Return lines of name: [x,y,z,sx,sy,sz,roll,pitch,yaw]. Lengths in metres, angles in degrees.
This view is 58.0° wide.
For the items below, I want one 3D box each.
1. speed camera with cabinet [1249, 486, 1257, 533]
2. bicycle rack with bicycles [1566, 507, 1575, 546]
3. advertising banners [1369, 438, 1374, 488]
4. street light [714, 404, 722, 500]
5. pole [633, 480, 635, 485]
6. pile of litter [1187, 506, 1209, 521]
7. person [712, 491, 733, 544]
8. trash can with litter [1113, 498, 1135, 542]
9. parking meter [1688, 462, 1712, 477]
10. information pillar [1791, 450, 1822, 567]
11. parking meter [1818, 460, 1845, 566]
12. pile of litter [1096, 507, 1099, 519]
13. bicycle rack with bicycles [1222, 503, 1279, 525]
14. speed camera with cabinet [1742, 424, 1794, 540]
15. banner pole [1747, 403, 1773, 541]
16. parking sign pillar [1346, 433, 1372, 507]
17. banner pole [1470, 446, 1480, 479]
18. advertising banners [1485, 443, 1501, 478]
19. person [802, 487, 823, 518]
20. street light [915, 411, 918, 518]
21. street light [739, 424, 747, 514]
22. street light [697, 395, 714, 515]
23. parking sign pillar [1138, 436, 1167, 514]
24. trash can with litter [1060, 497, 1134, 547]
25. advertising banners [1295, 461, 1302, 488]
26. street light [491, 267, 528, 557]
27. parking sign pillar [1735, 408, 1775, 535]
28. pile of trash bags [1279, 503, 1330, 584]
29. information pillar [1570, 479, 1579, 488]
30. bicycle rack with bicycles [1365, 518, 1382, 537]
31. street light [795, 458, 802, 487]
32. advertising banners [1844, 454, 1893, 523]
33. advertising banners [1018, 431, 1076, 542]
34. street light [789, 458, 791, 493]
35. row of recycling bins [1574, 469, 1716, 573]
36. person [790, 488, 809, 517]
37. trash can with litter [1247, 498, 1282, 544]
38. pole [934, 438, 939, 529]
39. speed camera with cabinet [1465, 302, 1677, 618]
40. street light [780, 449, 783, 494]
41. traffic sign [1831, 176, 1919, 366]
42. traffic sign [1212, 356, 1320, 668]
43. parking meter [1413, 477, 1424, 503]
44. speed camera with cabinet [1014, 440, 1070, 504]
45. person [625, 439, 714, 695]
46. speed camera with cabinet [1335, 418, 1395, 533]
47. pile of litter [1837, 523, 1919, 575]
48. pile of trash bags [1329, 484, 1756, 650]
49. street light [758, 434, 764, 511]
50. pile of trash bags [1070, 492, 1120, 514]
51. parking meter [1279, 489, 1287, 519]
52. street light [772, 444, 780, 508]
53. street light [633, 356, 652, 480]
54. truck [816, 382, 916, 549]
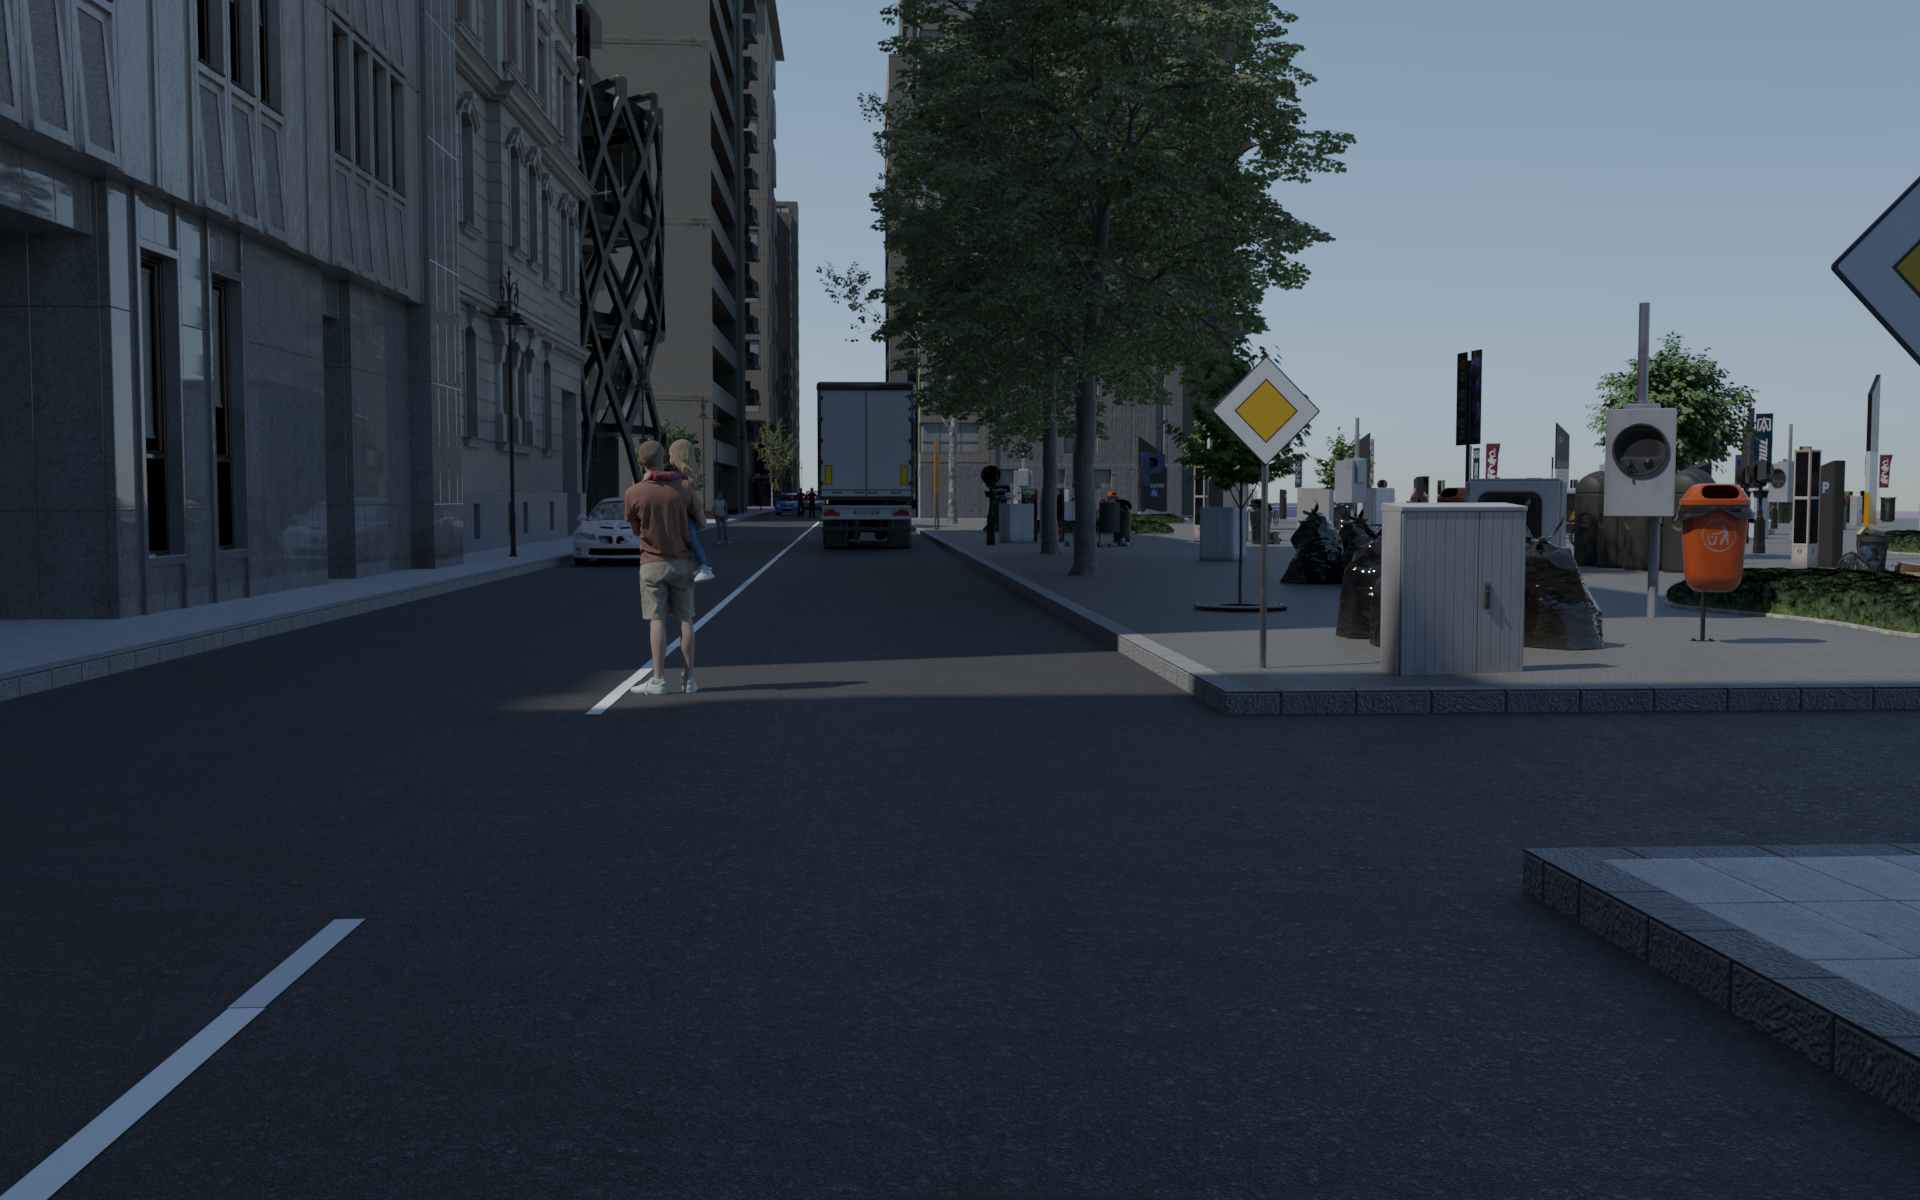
speed camera with cabinet: [9.443,-3.867,57.556,0.660,3.252,2.038,1,4,19]
bicycle rack with bicycles: [16.008,-2.033,46.626,2.852,0.926,2.925,0,4,6]
advertising banners: [13.350,-3.618,55.344,0.090,3.025,2.074,2,4,29]
street light: [-12.460,-7.089,88.688,0.468,5.910,1.993,0,4,-4]
pole: [-15.749,-5.508,83.892,0.158,3.312,0.155,0,3,0]
pile of litter: [11.719,-4.230,83.125,1.719,0.858,1.176,1,4,23]
person: [-6.824,-2.360,49.687,0.523,1.515,0.503,3,4,38]
trash can with litter: [4.289,-2.115,45.975,0.624,1.170,1.055,1,4,15]
parking meter: [13.446,-1.580,31.543,0.399,1.863,0.255,-2,4,-25]
information pillar: [14.096,-1.490,28.853,0.304,2.012,0.304,-2,4,-31]
parking meter: [15.192,-1.499,30.217,0.255,1.863,0.399,-1,4,-11]
pile of litter: [5.863,-3.450,70.367,1.719,0.858,1.176,0,4,8]
bicycle rack with bicycles: [11.808,-3.558,71.562,2.852,0.926,2.925,0,4,1]
speed camera with cabinet: [22.893,-3.361,49.294,0.660,3.252,2.038,-2,4,-24]
banner pole: [21.811,-3.510,47.401,0.401,3.779,0.863,-3,5,-43]
parking sign pillar: [17.536,-5.392,76.632,1.447,3.967,1.447,2,4,33]
banner pole: [24.505,-5.663,82.613,0.401,3.779,0.863,-2,4,-24]
advertising banners: [17.737,-3.908,60.080,2.074,3.025,0.090,3,5,42]
person: [-8.869,-5.842,103.947,1.348,1.831,0.705,-1,4,-19]
street light: [-2.354,-7.435,94.355,0.468,5.910,1.993,0,4,-4]
street light: [-14.002,-8.481,111.457,0.468,5.910,1.993,0,4,-4]
street light: [-11.947,-6.602,80.723,0.468,5.910,1.993,0,4,-4]
parking sign pillar: [8.989,-5.648,80.813,1.447,3.967,1.447,-1,4,-14]
trash can with litter: [3.276,-1.927,42.561,2.233,1.210,1.678,0,4,-4]
advertising banners: [15.536,-4.922,76.661,2.074,3.025,0.090,-2,4,-28]
street light: [-9.162,-3.827,35.356,0.468,5.910,1.993,0,4,-4]
parking sign pillar: [25.041,-4.056,54.782,1.447,3.967,1.447,1,4,15]
pile of trash bags: [6.004,-0.875,24.058,1.912,1.369,3.447,-2,4,-24]
information pillar: [30.588,-5.005,86.322,0.304,2.012,0.304,-1,4,-15]
bicycle rack with bicycles: [10.371,-1.536,38.499,2.852,0.926,2.925,-3,5,-42]
street light: [-20.529,-14.992,217.901,0.468,5.910,1.993,0,4,-4]
advertising banners: [40.239,-4.939,76.948,2.074,3.025,0.090,1,4,23]
advertising banners: [2.549,-3.080,46.542,2.074,3.025,0.090,-1,4,-17]
street light: [-19.210,-13.592,195.017,0.468,5.910,1.993,0,4,-4]
row of recycling bins: [11.660,-1.377,29.632,1.069,1.692,3.534,-1,4,-10]
person: [-10.096,-6.201,109.820,1.348,1.831,0.705,0,4,3]
trash can with litter: [7.781,-2.017,44.357,0.624,1.170,1.055,3,5,39]
pole: [-0.842,-4.213,62.728,0.158,3.312,0.155,0,3,0]
speed camera with cabinet: [6.369,-1.453,18.088,2.038,3.252,0.660,1,4,23]
street light: [-17.720,-12.165,171.693,0.468,5.910,1.993,0,4,-4]
traffic sign: [2.729,-0.067,4.737,0.795,2.450,0.064,0,4,-4]
traffic sign: [2.230,-0.554,12.707,0.795,2.450,0.064,0,4,-4]
parking meter: [15.296,-3.186,57.795,0.255,1.863,0.399,0,4,-1]
speed camera with cabinet: [3.029,-4.270,64.157,2.038,3.252,0.660,0,4,0]
person: [-2.080,-0.248,12.523,0.573,1.828,0.580,2,4,26]
speed camera with cabinet: [10.634,-3.127,45.456,2.038,3.252,0.660,-3,5,-44]
pile of litter: [13.365,-0.669,24.902,1.719,0.858,1.176,-1,4,-12]
pile of trash bags: [5.056,-0.323,15.038,3.447,1.369,1.912,0,4,8]
street light: [-15.465,-9.884,134.389,0.468,5.910,1.993,0,4,-4]
pile of trash bags: [6.108,-4.525,83.738,3.447,1.369,1.912,-1,4,-21]
parking meter: [16.530,-4.905,88.608,0.372,1.533,0.369,0,3,0]
street light: [-16.824,-11.266,156.978,0.468,5.910,1.993,0,4,-4]
street light: [-10.629,-5.220,58.131,0.468,5.910,1.993,0,4,-4]
truck: [-2.576,-3.664,48.816,2.839,4.237,11.283,0,4,-2]
